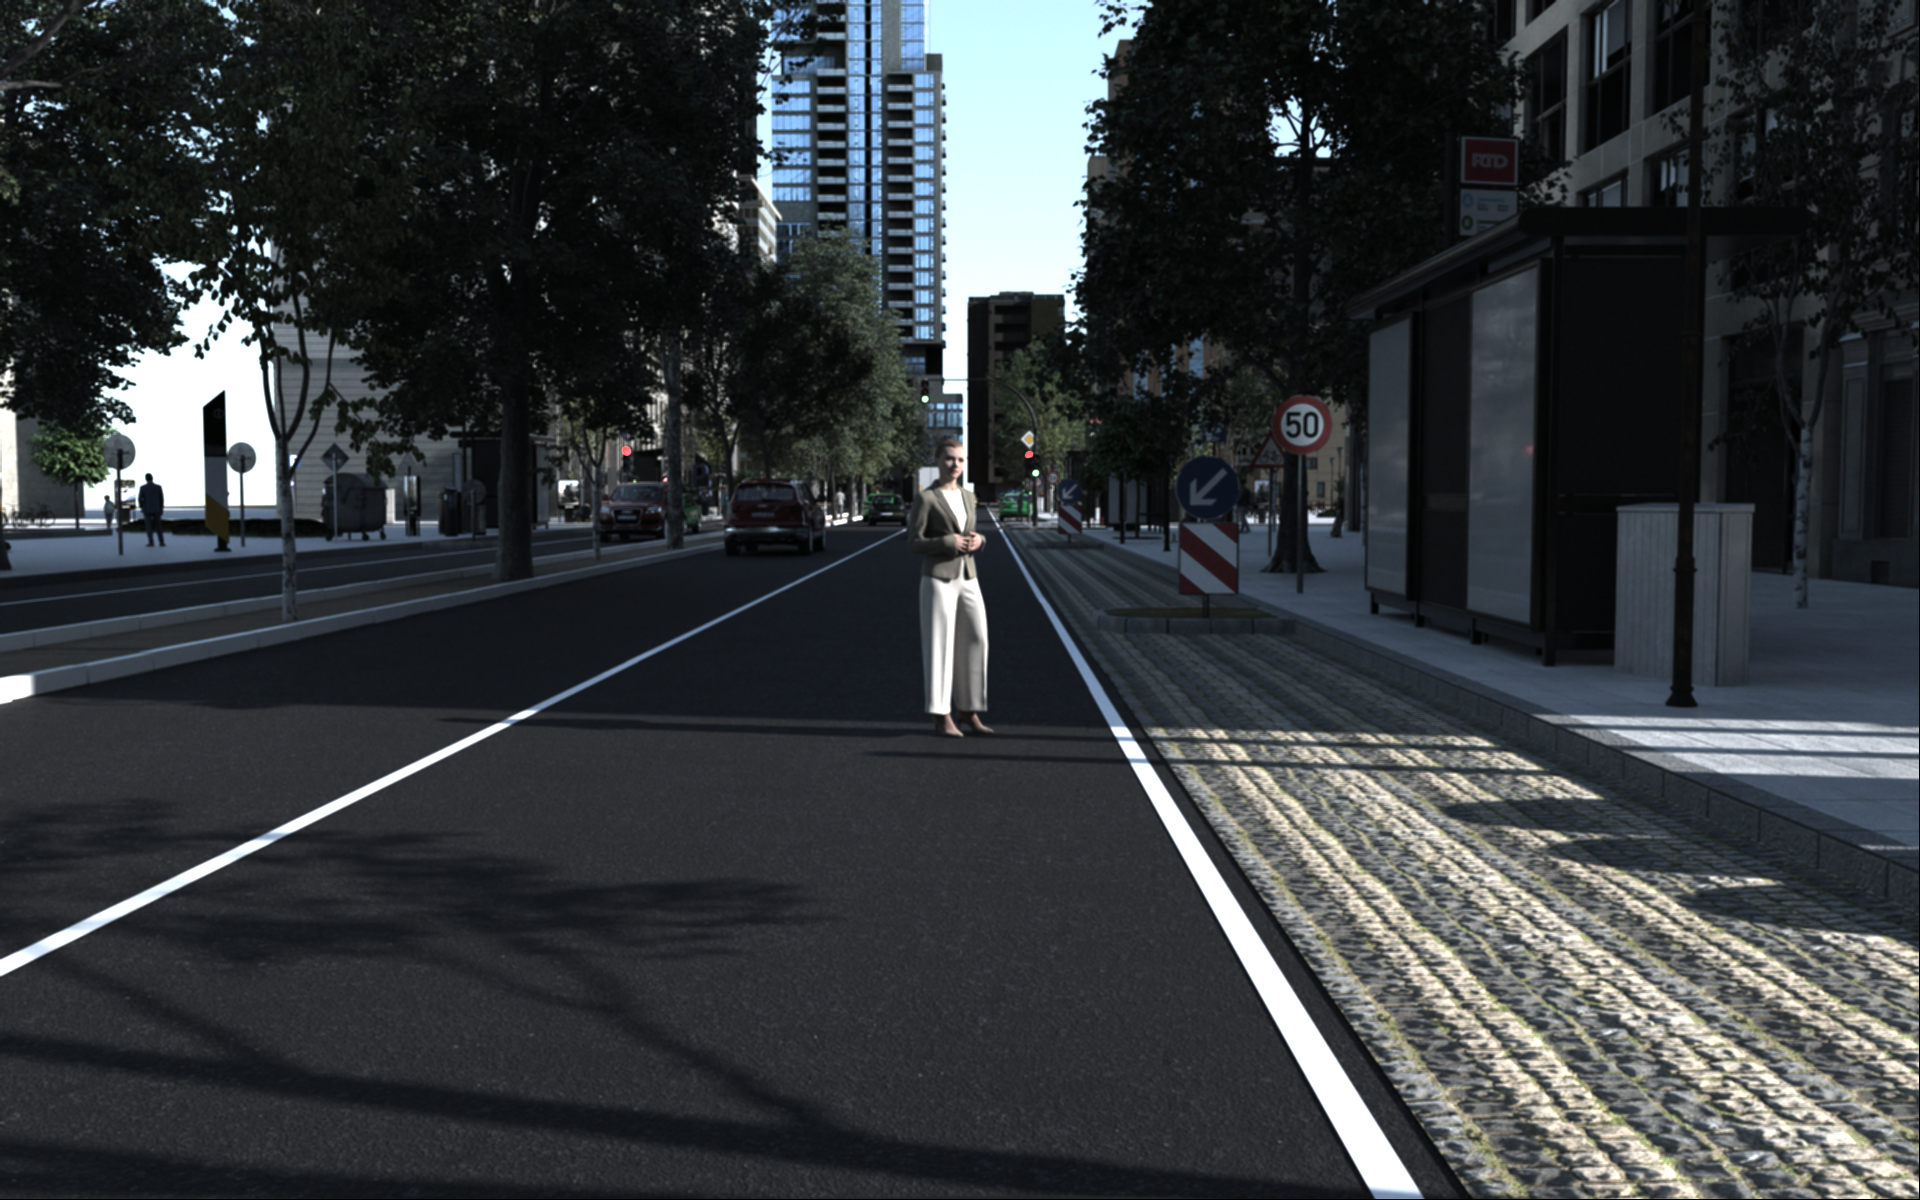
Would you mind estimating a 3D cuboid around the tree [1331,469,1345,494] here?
[{"bbox_3d":[28.880,-8.268,129.775,1.663,3.219,1.824,0,3,0],"label":"tree"}]

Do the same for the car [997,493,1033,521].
[{"bbox_3d":[2.981,-5.127,92.627,1.959,1.807,4.718,0,4,1],"label":"car"}]

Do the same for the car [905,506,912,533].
[{"bbox_3d":[-0.850,-2.800,57.791,2.014,1.417,4.499,0,3,0],"label":"car"}]

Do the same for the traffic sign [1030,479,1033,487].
[{"bbox_3d":[5.649,-8.140,133.191,0.768,2.556,0.104,1,4,10],"label":"traffic sign"}]

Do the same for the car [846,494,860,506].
[{"bbox_3d":[-11.659,-11.087,191.050,2.009,1.686,4.222,0,4,0],"label":"car"}]

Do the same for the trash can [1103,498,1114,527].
[{"bbox_3d":[5.859,-3.384,66.982,0.748,1.137,0.748,0,3,0],"label":"trash can"}]

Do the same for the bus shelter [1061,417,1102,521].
[{"bbox_3d":[6.282,-6.728,87.632,2.179,5.291,8.768,0,4,1],"label":"bus shelter"}]

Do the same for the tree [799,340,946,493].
[{"bbox_3d":[-6.136,-13.559,134.522,12.009,13.543,11.850,0,3,0],"label":"tree"}]

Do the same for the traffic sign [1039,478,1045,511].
[{"bbox_3d":[6.202,-8.207,134.289,0.768,2.556,0.104,0,4,4],"label":"traffic sign"}]

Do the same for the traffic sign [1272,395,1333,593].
[{"bbox_3d":[4.400,-1.360,22.336,0.768,2.556,0.104,1,4,10],"label":"traffic sign"}]

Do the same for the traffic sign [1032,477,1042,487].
[{"bbox_3d":[5.683,-7.849,128.437,0.768,2.556,0.104,0,4,4],"label":"traffic sign"}]

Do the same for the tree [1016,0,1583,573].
[{"bbox_3d":[5.591,-6.794,28.088,9.611,12.733,9.660,0,3,0],"label":"tree"}]

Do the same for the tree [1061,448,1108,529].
[{"bbox_3d":[4.934,-4.217,63.543,1.663,3.219,1.824,0,3,0],"label":"tree"}]

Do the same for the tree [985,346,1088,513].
[{"bbox_3d":[5.794,-11.812,118.873,9.928,11.665,9.643,0,3,0],"label":"tree"}]

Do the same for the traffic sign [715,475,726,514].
[{"bbox_3d":[-15.627,-6.906,113.014,0.768,2.556,0.104,0,4,7],"label":"traffic sign"}]

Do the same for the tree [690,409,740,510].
[{"bbox_3d":[-19.277,-11.403,136.794,4.737,8.622,4.395,0,3,0],"label":"tree"}]

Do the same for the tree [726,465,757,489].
[{"bbox_3d":[-15.161,-7.716,120.754,1.663,3.219,1.824,0,3,0],"label":"tree"}]

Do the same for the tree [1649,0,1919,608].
[{"bbox_3d":[9.667,-4.221,19.371,4.360,8.622,3.978,0,3,0],"label":"tree"}]

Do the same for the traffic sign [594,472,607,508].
[{"bbox_3d":[-16.743,-4.810,80.773,0.606,2.300,0.079,0,4,4],"label":"traffic sign"}]

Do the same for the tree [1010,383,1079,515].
[{"bbox_3d":[5.443,-9.526,106.106,4.737,8.622,4.395,0,3,0],"label":"tree"}]

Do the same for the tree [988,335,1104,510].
[{"bbox_3d":[7.135,-14.304,140.520,9.857,13.997,8.962,0,3,0],"label":"tree"}]

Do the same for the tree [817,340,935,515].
[{"bbox_3d":[-6.510,-12.019,115.973,9.611,12.733,9.660,0,3,0],"label":"tree"}]

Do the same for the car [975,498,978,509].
[{"bbox_3d":[0.713,-9.382,163.620,2.015,1.641,3.980,0,4,-1],"label":"car"}]

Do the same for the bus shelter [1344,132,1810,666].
[{"bbox_3d":[5.183,-2.406,16.978,2.179,5.291,8.768,0,4,1],"label":"bus shelter"}]

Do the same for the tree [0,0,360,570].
[{"bbox_3d":[-16.417,-7.468,28.756,9.857,13.997,8.962,0,3,0],"label":"tree"}]

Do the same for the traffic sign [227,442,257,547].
[{"bbox_3d":[-17.518,-2.577,42.242,0.768,2.556,0.104,0,4,8],"label":"traffic sign"}]

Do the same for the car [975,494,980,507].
[{"bbox_3d":[1.224,-11.338,197.170,2.131,1.459,4.920,0,4,2],"label":"car"}]

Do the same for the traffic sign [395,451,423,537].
[{"bbox_3d":[-16.453,-3.161,51.690,0.884,2.594,0.081,0,4,6],"label":"traffic sign"}]

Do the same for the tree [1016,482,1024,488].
[{"bbox_3d":[7.099,-11.784,187.271,1.663,3.219,1.824,0,3,0],"label":"tree"}]

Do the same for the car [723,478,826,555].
[{"bbox_3d":[-4.462,-2.050,42.187,2.281,1.827,5.304,0,4,1],"label":"car"}]

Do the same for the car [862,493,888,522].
[{"bbox_3d":[-4.009,-4.936,89.504,1.959,1.807,4.718,0,4,2],"label":"car"}]

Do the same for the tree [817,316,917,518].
[{"bbox_3d":[-6.434,-11.065,101.499,7.486,12.596,7.792,0,3,0],"label":"tree"}]

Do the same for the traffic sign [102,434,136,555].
[{"bbox_3d":[-17.725,-2.226,36.508,0.768,2.556,0.104,1,4,9],"label":"traffic sign"}]

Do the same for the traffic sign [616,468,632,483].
[{"bbox_3d":[-15.997,-5.037,82.456,0.768,2.556,0.104,1,4,10],"label":"traffic sign"}]

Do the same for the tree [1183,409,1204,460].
[{"bbox_3d":[15.562,-9.887,112.017,4.737,8.622,4.395,0,3,0],"label":"tree"}]

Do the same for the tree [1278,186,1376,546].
[{"bbox_3d":[9.994,-5.640,42.579,4.360,8.622,3.978,0,3,0],"label":"tree"}]

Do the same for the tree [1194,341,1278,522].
[{"bbox_3d":[10.508,-7.053,65.684,4.360,8.622,3.978,0,3,0],"label":"tree"}]

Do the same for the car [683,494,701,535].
[{"bbox_3d":[-10.538,-3.289,62.564,1.959,1.807,4.718,0,4,2],"label":"car"}]

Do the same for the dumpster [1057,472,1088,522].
[{"bbox_3d":[5.212,-4.666,78.783,1.502,2.255,1.985,0,4,1],"label":"dumpster"}]

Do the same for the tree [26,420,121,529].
[{"bbox_3d":[-31.954,-4.835,62.766,4.285,4.588,4.351,0,3,0],"label":"tree"}]

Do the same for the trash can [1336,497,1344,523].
[{"bbox_3d":[17.078,-3.988,76.855,0.748,1.137,0.748,0,3,0],"label":"trash can"}]

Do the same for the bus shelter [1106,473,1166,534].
[{"bbox_3d":[5.854,-3.899,57.669,2.014,3.302,5.546,0,4,1],"label":"bus shelter"}]

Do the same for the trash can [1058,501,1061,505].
[{"bbox_3d":[6.845,-6.354,115.548,0.748,1.137,0.748,0,3,0],"label":"trash can"}]

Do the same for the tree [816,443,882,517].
[{"bbox_3d":[-6.475,-9.488,107.941,4.737,8.622,4.395,0,3,0],"label":"tree"}]

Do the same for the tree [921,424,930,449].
[{"bbox_3d":[-6.287,-11.490,124.726,8.767,10.594,7.601,0,4,1],"label":"tree"}]

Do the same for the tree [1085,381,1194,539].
[{"bbox_3d":[5.087,-4.032,49.635,4.285,4.588,4.351,0,3,0],"label":"tree"}]

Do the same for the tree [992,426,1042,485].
[{"bbox_3d":[7.549,-18.751,224.702,7.486,12.596,7.792,0,3,0],"label":"tree"}]

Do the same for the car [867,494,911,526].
[{"bbox_3d":[-3.253,-4.221,78.804,2.009,1.686,4.222,0,4,0],"label":"car"}]

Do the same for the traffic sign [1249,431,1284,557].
[{"bbox_3d":[6.356,-2.171,35.499,0.884,2.594,0.081,0,4,6],"label":"traffic sign"}]

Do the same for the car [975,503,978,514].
[{"bbox_3d":[-0.217,-4.023,77.782,2.014,1.417,4.499,0,4,2],"label":"car"}]

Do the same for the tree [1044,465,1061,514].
[{"bbox_3d":[6.115,-7.072,110.227,1.663,3.219,1.824,0,3,0],"label":"tree"}]

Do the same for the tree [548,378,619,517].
[{"bbox_3d":[-19.449,-8.508,89.472,4.737,8.622,4.395,0,3,0],"label":"tree"}]

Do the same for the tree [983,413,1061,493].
[{"bbox_3d":[7.679,-17.519,196.801,12.009,13.543,11.850,0,3,0],"label":"tree"}]

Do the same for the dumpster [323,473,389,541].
[{"bbox_3d":[-16.686,-2.571,47.795,1.264,1.857,1.865,0,4,1],"label":"dumpster"}]

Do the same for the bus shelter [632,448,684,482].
[{"bbox_3d":[-15.945,-6.125,91.425,1.731,3.624,6.357,0,4,1],"label":"bus shelter"}]

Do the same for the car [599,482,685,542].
[{"bbox_3d":[-9.842,-2.757,53.748,2.281,1.827,5.304,0,3,0],"label":"car"}]

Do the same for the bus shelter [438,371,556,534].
[{"bbox_3d":[-15.968,-4.991,59.241,2.179,5.291,8.768,0,4,1],"label":"bus shelter"}]

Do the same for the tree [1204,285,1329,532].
[{"bbox_3d":[10.761,-6.666,59.344,4.737,8.622,4.395,0,3,0],"label":"tree"}]

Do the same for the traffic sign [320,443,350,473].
[{"bbox_3d":[-16.051,-2.736,44.474,0.795,2.593,0.064,0,4,7],"label":"traffic sign"}]

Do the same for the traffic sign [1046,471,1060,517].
[{"bbox_3d":[5.129,-5.845,95.670,0.768,2.556,0.104,1,4,9],"label":"traffic sign"}]
